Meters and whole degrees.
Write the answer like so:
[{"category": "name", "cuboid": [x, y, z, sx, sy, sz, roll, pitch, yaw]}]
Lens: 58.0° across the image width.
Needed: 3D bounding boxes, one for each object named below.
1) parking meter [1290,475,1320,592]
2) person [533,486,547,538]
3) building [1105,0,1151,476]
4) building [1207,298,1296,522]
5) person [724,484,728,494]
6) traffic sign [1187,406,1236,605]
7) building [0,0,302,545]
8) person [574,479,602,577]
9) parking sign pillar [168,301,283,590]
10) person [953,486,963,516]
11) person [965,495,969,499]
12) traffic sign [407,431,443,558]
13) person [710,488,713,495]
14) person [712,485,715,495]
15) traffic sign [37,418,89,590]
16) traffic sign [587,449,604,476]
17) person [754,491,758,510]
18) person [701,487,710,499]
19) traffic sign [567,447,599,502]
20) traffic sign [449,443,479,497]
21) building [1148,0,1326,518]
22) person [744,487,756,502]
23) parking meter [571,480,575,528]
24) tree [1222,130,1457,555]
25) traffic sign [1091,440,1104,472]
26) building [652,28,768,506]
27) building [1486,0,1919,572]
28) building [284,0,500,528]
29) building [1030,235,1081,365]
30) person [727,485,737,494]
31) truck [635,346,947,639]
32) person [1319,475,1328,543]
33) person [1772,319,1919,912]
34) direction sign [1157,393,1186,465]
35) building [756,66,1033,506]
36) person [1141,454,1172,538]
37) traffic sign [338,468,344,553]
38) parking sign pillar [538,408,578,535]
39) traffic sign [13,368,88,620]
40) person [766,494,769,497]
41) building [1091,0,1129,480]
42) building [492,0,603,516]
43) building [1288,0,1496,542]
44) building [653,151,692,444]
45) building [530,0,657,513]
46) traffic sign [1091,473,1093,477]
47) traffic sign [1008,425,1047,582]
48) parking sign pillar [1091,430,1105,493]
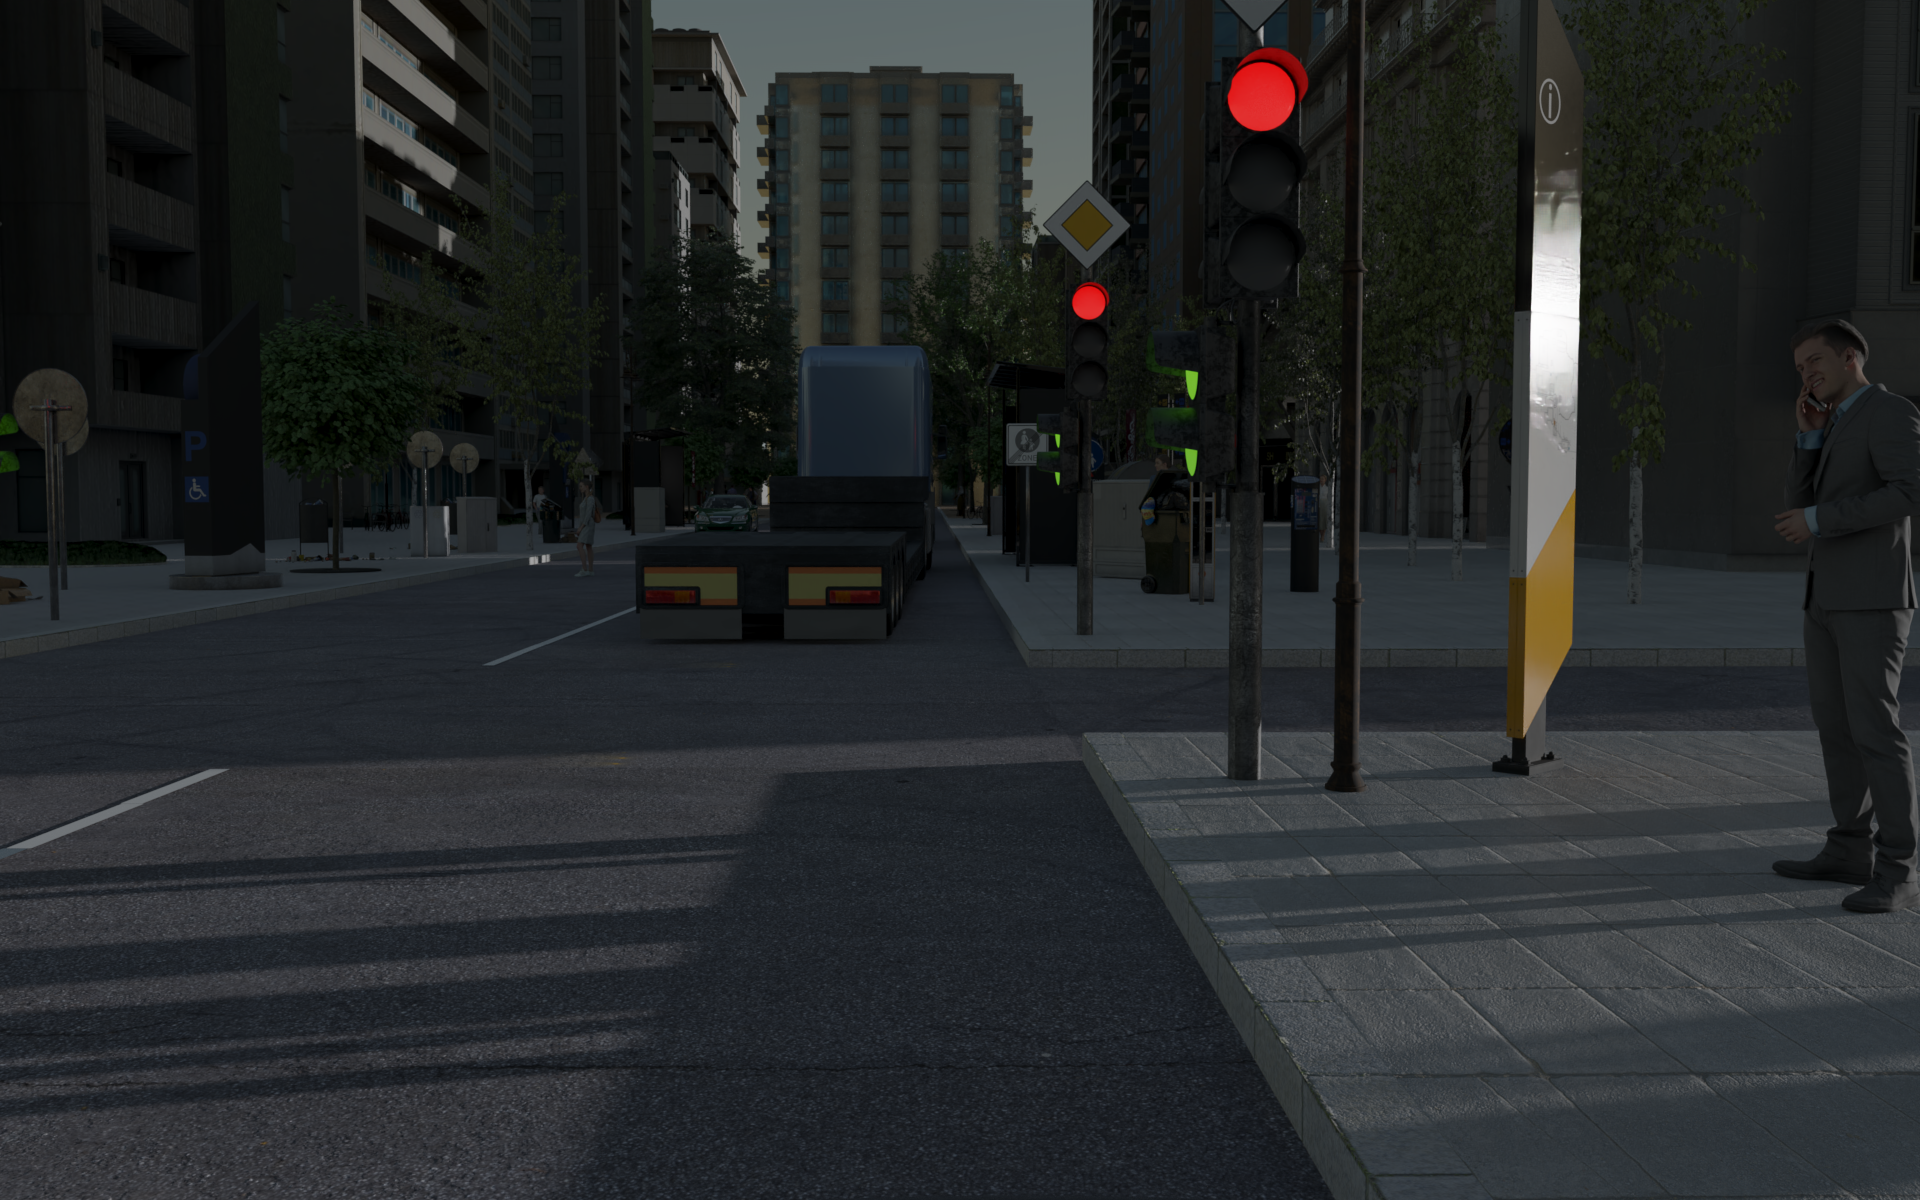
[{"category": "parking meter", "cuboid": [4.528, -0.876, 22.731, 0.372, 1.533, 0.369, 0, 3, 0]}, {"category": "person", "cuboid": [-12.315, -2.600, 51.152, 0.523, 1.515, 0.503, 2, 4, 29]}, {"category": "building", "cuboid": [22.079, -28.504, 120.671, 22.147, 44.769, 28.867, 0, 4, -1]}, {"category": "building", "cuboid": [20.095, -13.187, 83.053, 16.820, 18.784, 16.811, 0, 4, -1]}, {"category": "person", "cuboid": [-14.418, -6.142, 106.102, 1.348, 1.869, 0.705, 2, 4, 28]}, {"category": "traffic sign", "cuboid": [2.791, -1.220, 19.957, 0.884, 2.594, 0.081, 0, 4, 3]}, {"category": "building", "cuboid": [-26.122, -16.579, 42.772, 14.160, 30.474, 14.107, 0, 4, -1]}, {"category": "person", "cuboid": [-6.513, -1.268, 30.242, 0.522, 1.701, 0.512, -1, 4, -22]}, {"category": "parking sign pillar", "cuboid": [-10.071, -2.152, 23.665, 1.447, 3.967, 1.447, 1, 4, 9]}, {"category": "person", "cuboid": [-0.032, -5.669, 99.462, 0.721, 1.736, 1.217, -2, 4, -32]}, {"category": "person", "cuboid": [0.111, -7.979, 136.507, 1.348, 1.822, 0.705, 3, 5, 39]}, {"category": "traffic sign", "cuboid": [-10.745, -2.119, 34.752, 0.768, 2.556, 0.104, 0, 4, 8]}, {"category": "person", "cuboid": [-23.364, -9.606, 163.191, 0.705, 1.814, 1.350, -1, 4, -21]}, {"category": "person", "cuboid": [-13.766, -5.628, 97.684, 0.705, 1.869, 1.348, 2, 4, 25]}, {"category": "traffic sign", "cuboid": [-12.014, -1.410, 23.154, 0.768, 2.556, 0.104, 0, 4, 2]}, {"category": "traffic sign", "cuboid": [-10.808, -3.114, 50.650, 0.795, 2.593, 0.064, 1, 4, 9]}, {"category": "person", "cuboid": [-14.327, -6.898, 119.769, 0.756, 1.711, 0.436, -1, 4, -10]}, {"category": "person", "cuboid": [-20.336, -8.089, 138.277, 0.705, 1.826, 1.348, 2, 4, 28]}, {"category": "traffic sign", "cuboid": [-10.518, -2.955, 48.321, 0.884, 2.594, 0.081, 0, 4, 2]}, {"category": "traffic sign", "cuboid": [-12.309, -2.624, 43.010, 0.768, 2.556, 0.104, 0, 4, 6]}, {"category": "building", "cuboid": [18.536, -27.399, 98.092, 14.600, 45.320, 14.200, 0, 4, -1]}, {"category": "person", "cuboid": [-14.409, -6.847, 118.529, 0.617, 1.759, 0.750, 3, 5, 42]}, {"category": "parking meter", "cuboid": [-13.667, -3.353, 60.527, 0.399, 1.863, 0.255, 0, 3, 0]}, {"category": "tree", "cuboid": [8.178, -5.247, 36.146, 4.360, 8.622, 3.978, 0, 3, 0]}, {"category": "traffic sign", "cuboid": [2.953, -2.458, 40.301, 0.768, 2.556, 0.104, 0, 4, 7]}, {"category": "building", "cuboid": [-37.268, -37.245, 198.192, 27.495, 52.752, 28.713, 0, 4, -1]}, {"category": "building", "cuboid": [27.452, -13.109, 33.405, 30.058, 24.678, 14.314, 0, 4, -1]}, {"category": "building", "cuboid": [-33.583, -27.600, 74.956, 21.300, 48.544, 21.600, 0, 4, -1]}, {"category": "building", "cuboid": [15.122, -25.702, 191.930, 14.107, 30.474, 14.160, 0, 4, -1]}, {"category": "person", "cuboid": [-13.572, -5.972, 103.549, 0.709, 1.838, 0.599, 0, 4, 6]}, {"category": "truck", "cuboid": [-1.798, -2.197, 25.682, 2.967, 4.110, 18.799, 0, 4, 0]}, {"category": "person", "cuboid": [9.629, -2.436, 46.093, 0.478, 1.798, 0.641, 2, 4, 25]}, {"category": "person", "cuboid": [2.823, 0.018, 5.557, 0.447, 1.846, 0.655, 0, 4, 3]}, {"category": "direction sign", "cuboid": [4.764, -2.880, 39.078, 0.379, 3.537, 0.876, -3, 4, -38]}, {"category": "building", "cuboid": [-7.259, -35.297, 196.720, 30.456, 49.044, 23.786, 0, 4, -1]}, {"category": "person", "cuboid": [2.789, -1.072, 23.599, 0.581, 1.822, 0.654, 2, 4, 30]}, {"category": "traffic sign", "cuboid": [-13.407, -2.285, 37.466, 0.768, 2.556, 0.104, 0, 4, 1]}, {"category": "parking sign pillar", "cuboid": [-12.743, -4.083, 55.223, 1.447, 3.967, 1.447, 0, 4, -1]}, {"category": "traffic sign", "cuboid": [-9.206, -1.066, 17.541, 0.768, 2.556, 0.104, 0, 4, 1]}, {"category": "person", "cuboid": [-16.324, -8.791, 150.599, 1.217, 1.723, 0.721, -2, 4, -24]}, {"category": "building", "cuboid": [20.003, -43.211, 144.745, 20.563, 71.187, 20.611, 0, 4, -1]}, {"category": "building", "cuboid": [-38.768, -25.082, 101.979, 32.217, 40.220, 23.993, 0, 4, -1]}, {"category": "building", "cuboid": [19.379, -13.160, 56.962, 13.314, 21.916, 24.055, 0, 4, -1]}, {"category": "building", "cuboid": [-30.505, -23.043, 148.452, 14.107, 30.474, 14.160, 0, 4, -1]}, {"category": "building", "cuboid": [-29.497, -26.797, 121.729, 14.154, 41.232, 14.086, 0, 4, -1]}, {"category": "traffic sign", "cuboid": [3.647, -3.252, 53.181, 0.884, 2.594, 0.081, 0, 4, 1]}, {"category": "traffic sign", "cuboid": [0.984, -1.412, 25.208, 0.606, 2.300, 0.079, 1, 4, 9]}, {"category": "parking sign pillar", "cuboid": [4.099, -4.192, 57.009, 1.447, 3.967, 1.447, 0, 4, 0]}]
